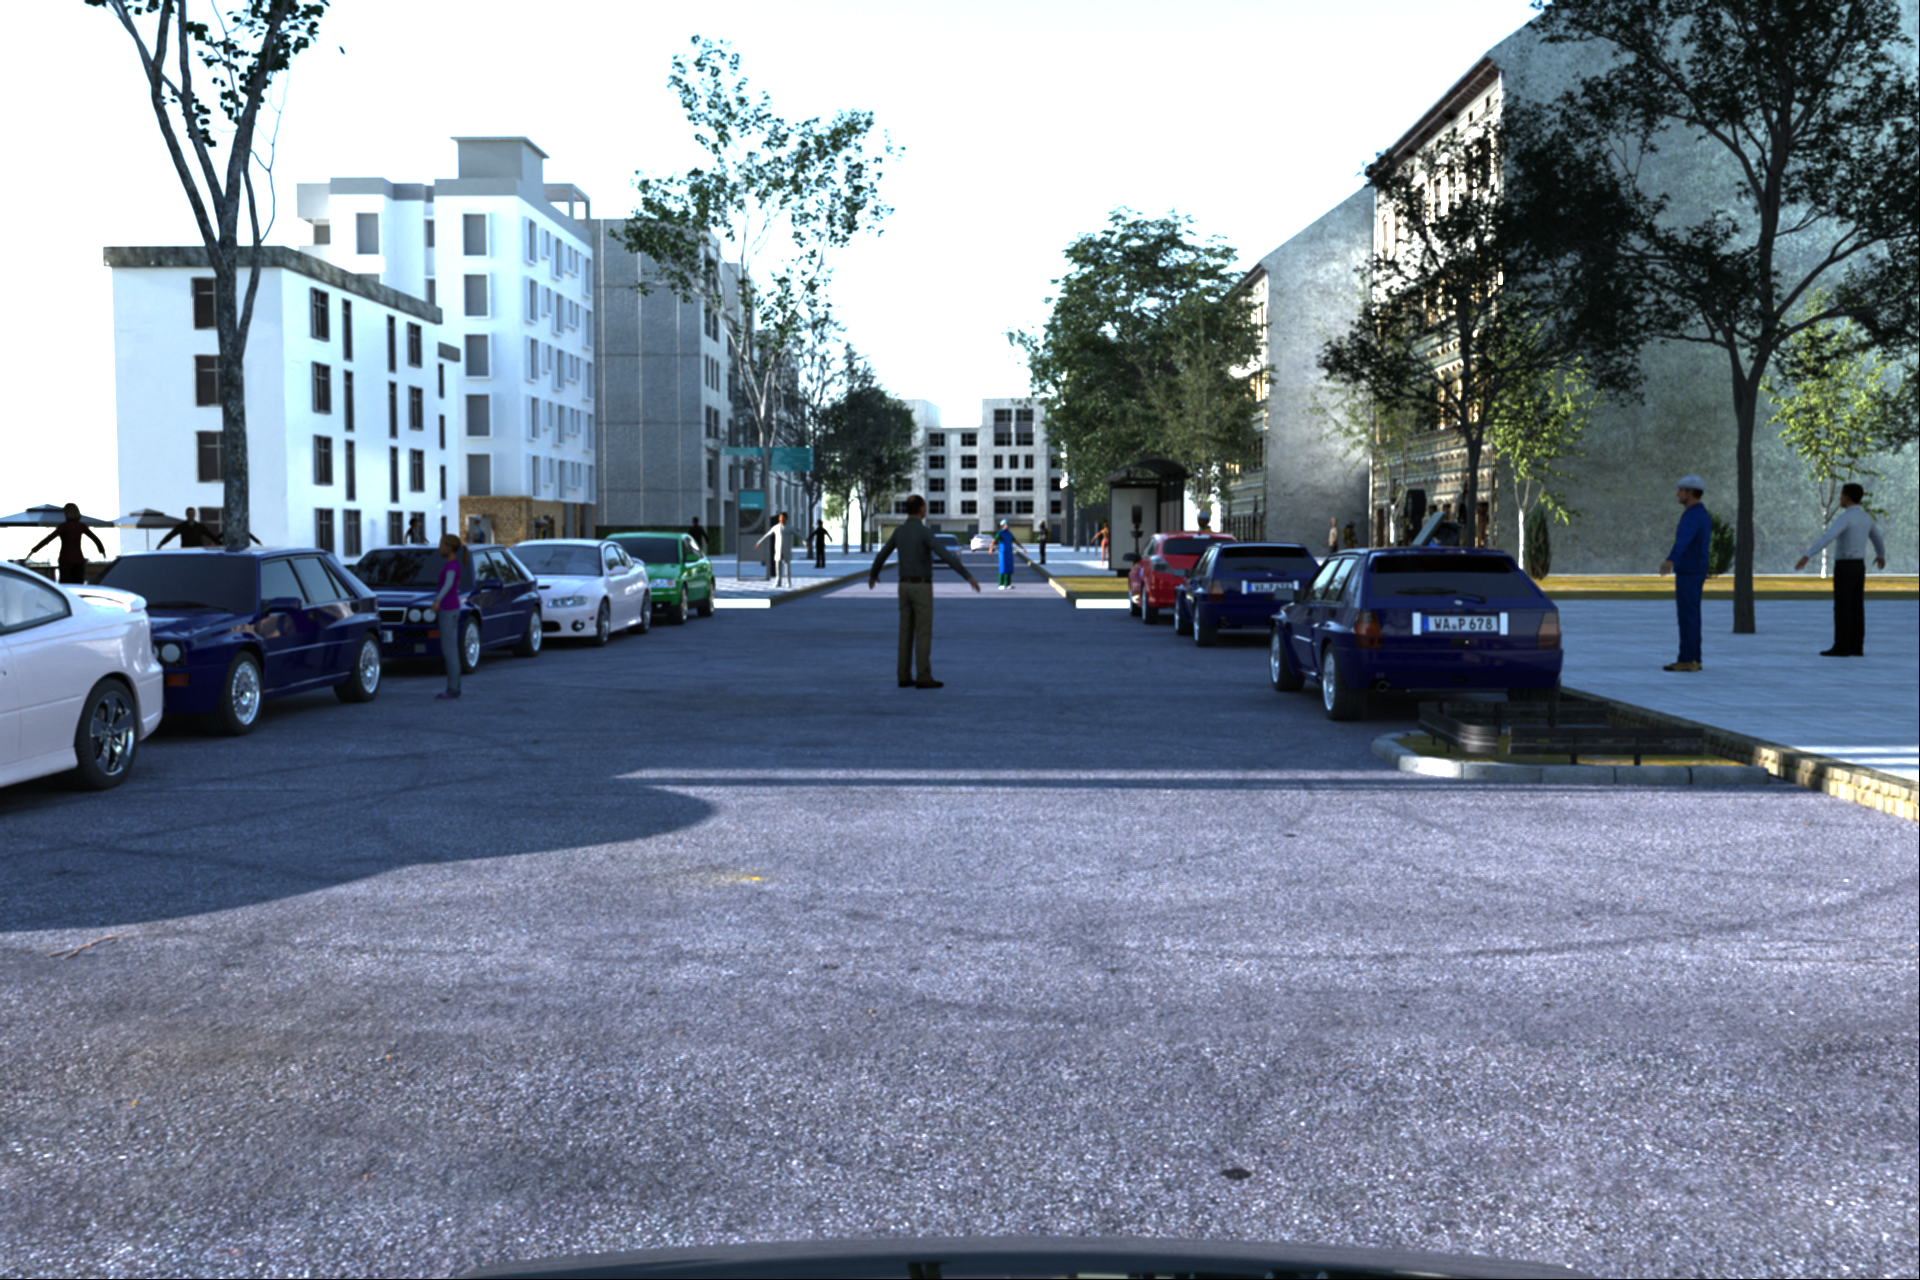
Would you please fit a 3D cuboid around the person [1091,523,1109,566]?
[{"bbox_3d":[5.839,-3.812,69.126,1.217,1.733,0.721,0,4,7],"label":"person"}]

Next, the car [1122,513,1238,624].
[{"bbox_3d":[3.828,-1.217,28.936,2.155,1.783,4.494,0,4,1],"label":"car"}]

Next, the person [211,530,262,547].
[{"bbox_3d":[-19.541,-2.482,46.767,1.347,1.806,0.705,-3,4,-36],"label":"person"}]

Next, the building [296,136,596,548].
[{"bbox_3d":[-25.630,-13.907,83.803,16.016,20.090,11.380,0,4,2],"label":"building"}]

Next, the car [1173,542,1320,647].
[{"bbox_3d":[3.889,-0.658,23.337,1.945,1.354,3.894,0,4,1],"label":"car"}]

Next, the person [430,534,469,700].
[{"bbox_3d":[-4.500,-0.204,15.061,0.599,1.433,0.991,-1,4,-11],"label":"person"}]

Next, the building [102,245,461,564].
[{"bbox_3d":[-23.767,-7.491,64.618,9.099,9.664,28.070,0,4,1],"label":"building"}]

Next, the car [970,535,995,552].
[{"bbox_3d":[1.869,-7.806,139.985,2.083,1.381,4.827,0,4,0],"label":"car"}]

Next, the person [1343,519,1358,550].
[{"bbox_3d":[15.209,-3.770,67.405,0.705,1.858,1.354,0,4,-2],"label":"person"}]

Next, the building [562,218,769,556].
[{"bbox_3d":[-22.731,-15.083,113.068,16.747,18.905,31.486,0,4,1],"label":"building"}]

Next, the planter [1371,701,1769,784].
[{"bbox_3d":[3.677,0.624,10.946,1.991,0.319,1.994,0,4,2],"label":"planter"}]

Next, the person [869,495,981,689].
[{"bbox_3d":[-0.394,-0.456,16.176,1.348,1.796,0.705,3,5,40],"label":"person"}]

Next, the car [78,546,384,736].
[{"bbox_3d":[-5.908,-0.057,13.517,1.945,1.354,3.894,0,4,1],"label":"car"}]

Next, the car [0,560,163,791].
[{"bbox_3d":[-5.710,0.241,8.421,2.083,1.381,4.827,0,4,1],"label":"car"}]

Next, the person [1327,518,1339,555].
[{"bbox_3d":[12.132,-3.070,56.324,0.705,1.813,1.348,0,4,3],"label":"person"}]

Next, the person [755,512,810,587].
[{"bbox_3d":[-4.277,-2.181,41.849,1.347,1.806,0.705,0,4,7],"label":"person"}]

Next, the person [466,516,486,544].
[{"bbox_3d":[-15.094,-2.954,54.156,0.705,1.847,1.347,0,4,8],"label":"person"}]

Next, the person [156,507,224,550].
[{"bbox_3d":[-15.166,-1.716,34.202,1.346,1.812,0.704,-2,4,-30],"label":"person"}]

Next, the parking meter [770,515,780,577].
[{"bbox_3d":[-5.639,-2.844,52.206,0.399,1.863,0.255,0,4,1],"label":"parking meter"}]

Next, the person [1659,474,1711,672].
[{"bbox_3d":[6.824,-0.635,16.266,0.705,1.842,1.347,2,4,33],"label":"person"}]

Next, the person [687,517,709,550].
[{"bbox_3d":[-8.144,-2.876,53.245,0.704,1.802,1.346,2,4,35],"label":"person"}]

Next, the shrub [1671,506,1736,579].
[{"bbox_3d":[21.198,-2.768,49.294,1.661,2.075,1.752,0,3,0],"label":"shrub"}]

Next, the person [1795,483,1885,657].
[{"bbox_3d":[9.323,-0.737,18.206,1.344,1.810,0.704,-2,4,-27],"label":"person"}]

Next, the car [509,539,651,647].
[{"bbox_3d":[-5.424,-0.683,23.528,2.083,1.381,4.827,0,4,1],"label":"car"}]

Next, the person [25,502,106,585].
[{"bbox_3d":[-12.579,-1.078,24.435,0.721,1.729,1.215,2,4,28],"label":"person"}]

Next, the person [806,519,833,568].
[{"bbox_3d":[-5.294,-3.637,65.393,1.347,1.837,0.705,-3,5,-44],"label":"person"}]

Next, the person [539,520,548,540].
[{"bbox_3d":[-14.186,-3.194,58.682,0.721,1.772,1.216,-1,4,-17],"label":"person"}]

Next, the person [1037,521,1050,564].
[{"bbox_3d":[3.478,-4.143,73.511,0.705,1.856,1.354,0,4,-6],"label":"person"}]

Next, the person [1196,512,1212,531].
[{"bbox_3d":[4.498,-1.448,32.105,0.705,1.833,1.349,0,4,-5],"label":"person"}]

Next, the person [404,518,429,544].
[{"bbox_3d":[-18.725,-3.267,59.567,0.704,1.843,1.345,1,4,19],"label":"person"}]

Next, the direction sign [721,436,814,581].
[{"bbox_3d":[-5.249,-3.625,48.024,2.525,3.948,1.411,0,4,2],"label":"direction sign"}]

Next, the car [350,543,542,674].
[{"bbox_3d":[-5.813,-0.387,18.913,1.945,1.354,3.894,0,4,1],"label":"car"}]

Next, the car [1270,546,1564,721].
[{"bbox_3d":[3.708,-0.125,14.617,1.945,1.354,3.894,0,4,1],"label":"car"}]

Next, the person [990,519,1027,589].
[{"bbox_3d":[1.219,-2.256,45.474,1.347,1.817,0.704,-3,5,-44],"label":"person"}]

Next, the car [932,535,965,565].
[{"bbox_3d":[-0.795,-3.735,73.074,2.014,1.417,4.499,0,4,1],"label":"car"}]

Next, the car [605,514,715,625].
[{"bbox_3d":[-5.202,-1.219,28.732,1.959,1.807,4.718,0,4,1],"label":"car"}]
